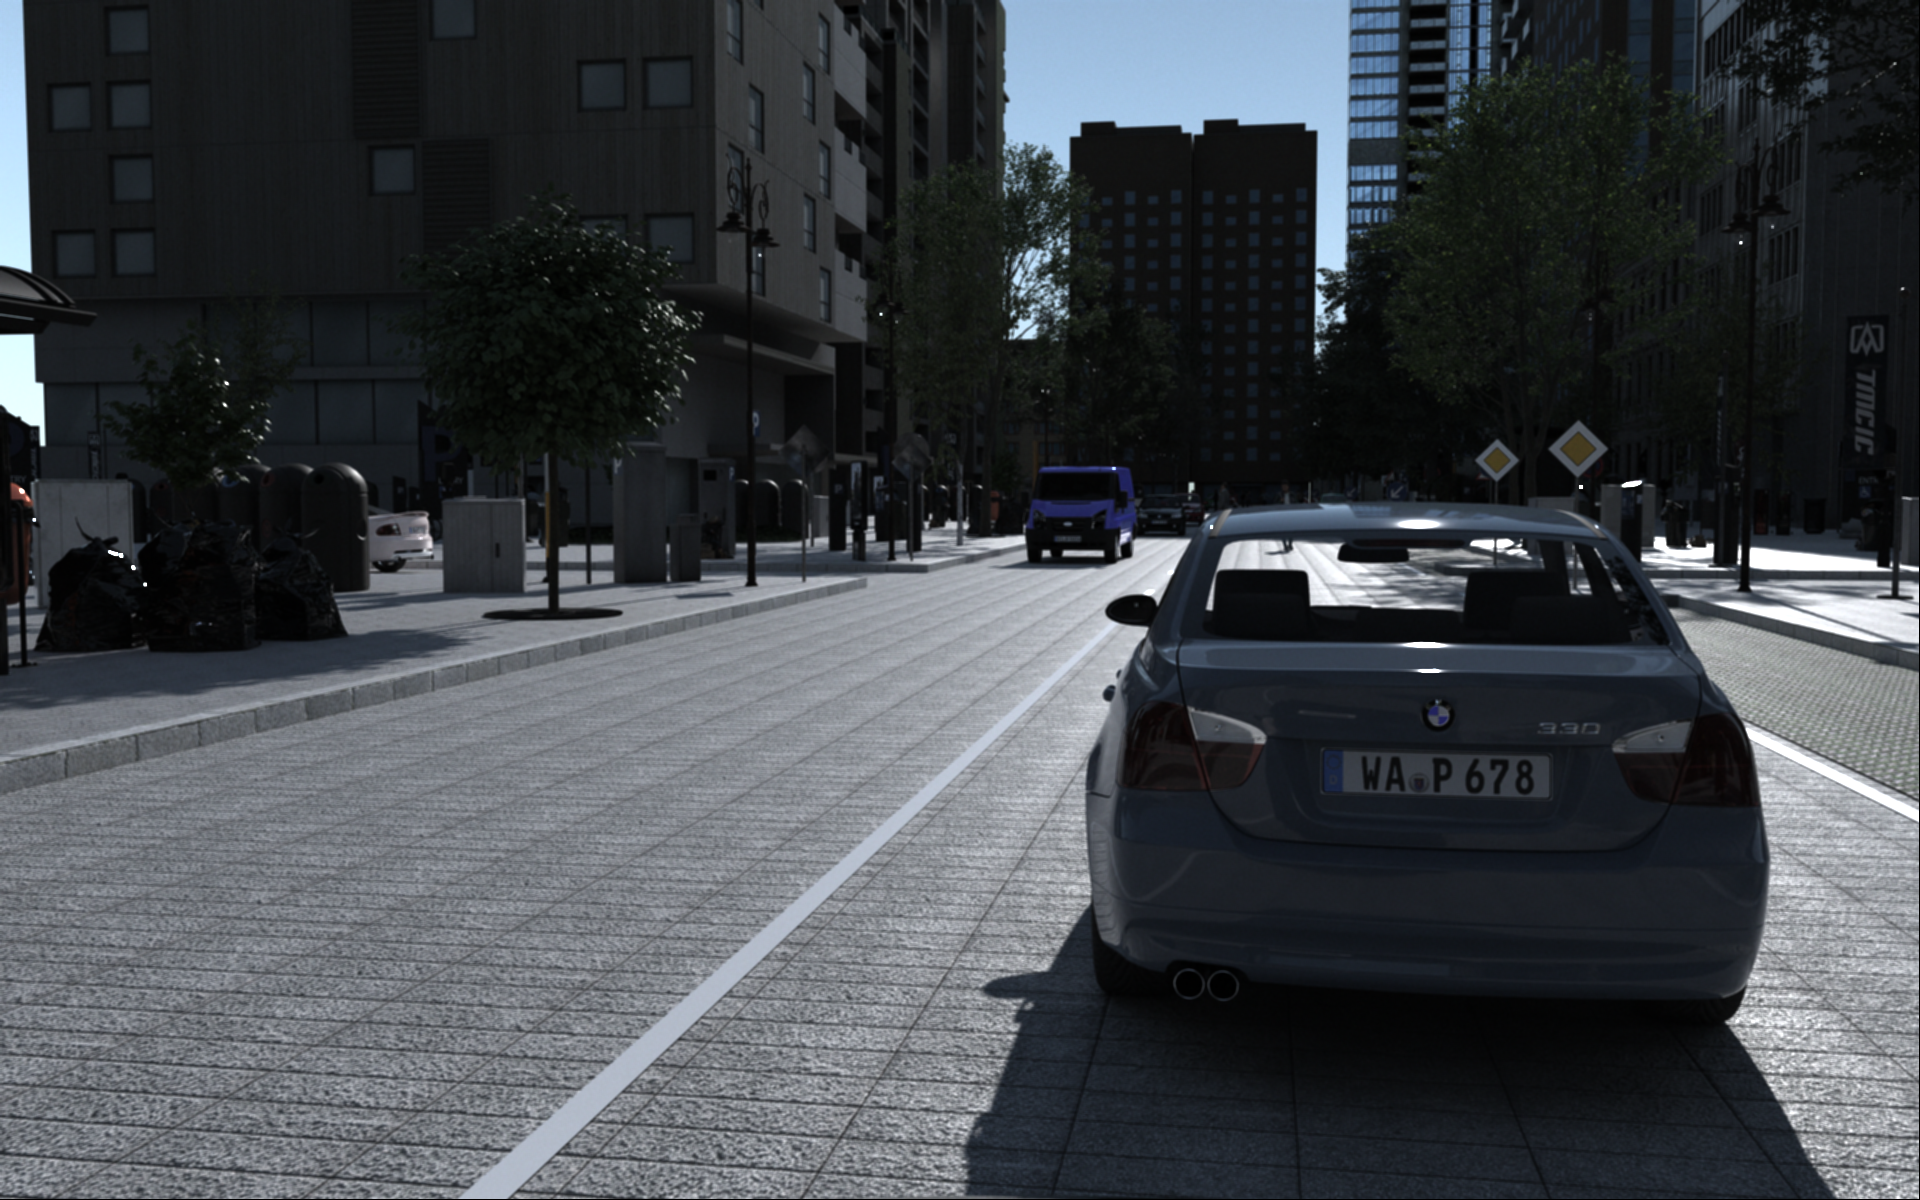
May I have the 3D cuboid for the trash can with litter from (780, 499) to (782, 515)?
[{"bbox_3d":[-6.229,-2.746,56.283,0.624,1.170,1.055,3,5,41],"label":"trash can with litter"}]

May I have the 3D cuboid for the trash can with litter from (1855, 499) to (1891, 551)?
[{"bbox_3d":[20.464,-1.691,39.037,0.624,1.170,1.055,0,4,7],"label":"trash can with litter"}]

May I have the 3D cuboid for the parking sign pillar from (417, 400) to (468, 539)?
[{"bbox_3d":[-14.818,-3.742,49.660,1.447,3.967,1.447,-2,4,-29],"label":"parking sign pillar"}]

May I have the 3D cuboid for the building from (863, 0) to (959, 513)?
[{"bbox_3d":[-10.792,-41.716,120.307,20.563,71.187,20.611,1,4,10],"label":"building"}]

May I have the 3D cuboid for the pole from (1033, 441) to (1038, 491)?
[{"bbox_3d":[2.891,-4.424,66.169,0.158,3.312,0.155,0,3,0],"label":"pole"}]

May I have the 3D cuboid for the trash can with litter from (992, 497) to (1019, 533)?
[{"bbox_3d":[1.500,-2.833,57.711,1.055,1.170,0.624,-2,4,-26],"label":"trash can with litter"}]

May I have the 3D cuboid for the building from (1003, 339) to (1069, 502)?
[{"bbox_3d":[0.865,-23.090,222.566,28.899,21.520,27.650,1,4,10],"label":"building"}]

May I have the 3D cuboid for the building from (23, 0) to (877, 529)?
[{"bbox_3d":[-19.526,-29.682,74.537,28.713,52.752,27.495,1,4,10],"label":"building"}]

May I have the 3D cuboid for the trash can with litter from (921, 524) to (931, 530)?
[{"bbox_3d":[-1.495,-3.125,62.156,1.678,1.210,2.233,0,4,2],"label":"trash can with litter"}]

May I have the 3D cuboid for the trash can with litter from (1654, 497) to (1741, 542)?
[{"bbox_3d":[19.980,-2.196,46.956,2.233,1.210,1.678,3,4,39],"label":"trash can with litter"}]

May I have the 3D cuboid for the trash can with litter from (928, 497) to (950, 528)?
[{"bbox_3d":[-0.816,-3.361,66.341,0.624,1.170,1.055,1,4,17],"label":"trash can with litter"}]

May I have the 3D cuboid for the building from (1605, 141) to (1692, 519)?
[{"bbox_3d":[41.737,-15.604,91.276,11.583,22.565,21.152,1,4,10],"label":"building"}]

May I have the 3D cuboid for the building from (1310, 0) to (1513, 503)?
[{"bbox_3d":[58.268,-54.721,207.362,31.000,86.520,22.319,1,4,10],"label":"building"}]

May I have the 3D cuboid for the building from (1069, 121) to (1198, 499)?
[{"bbox_3d":[21.122,-34.303,210.956,14.200,45.320,14.600,1,4,10],"label":"building"}]

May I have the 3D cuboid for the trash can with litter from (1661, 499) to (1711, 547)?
[{"bbox_3d":[17.560,-1.866,41.890,1.055,1.170,0.624,0,4,5],"label":"trash can with litter"}]

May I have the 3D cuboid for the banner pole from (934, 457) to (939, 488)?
[{"bbox_3d":[-1.283,-6.835,101.766,0.401,3.779,0.863,-3,5,-41],"label":"banner pole"}]

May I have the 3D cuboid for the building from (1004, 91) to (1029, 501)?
[{"bbox_3d":[-9.099,-31.017,161.748,28.867,44.769,22.147,1,4,10],"label":"building"}]

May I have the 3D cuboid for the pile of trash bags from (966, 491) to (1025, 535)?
[{"bbox_3d":[1.112,-2.784,55.275,1.912,1.369,3.447,0,4,2],"label":"pile of trash bags"}]

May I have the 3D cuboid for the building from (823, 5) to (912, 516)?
[{"bbox_3d":[-11.098,-20.307,103.726,14.160,30.474,14.107,1,4,10],"label":"building"}]

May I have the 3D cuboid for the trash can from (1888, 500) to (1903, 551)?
[{"bbox_3d":[21.443,-1.691,39.294,0.748,1.137,0.748,0,3,0],"label":"trash can"}]

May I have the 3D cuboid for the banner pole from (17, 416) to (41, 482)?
[{"bbox_3d":[-30.052,-4.027,55.861,0.863,3.779,0.401,0,4,-5],"label":"banner pole"}]

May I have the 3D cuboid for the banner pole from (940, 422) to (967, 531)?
[{"bbox_3d":[-0.171,-4.278,59.957,0.863,3.779,0.401,-1,4,-18],"label":"banner pole"}]

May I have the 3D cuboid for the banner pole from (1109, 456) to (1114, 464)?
[{"bbox_3d":[9.100,-6.982,104.170,0.401,3.779,0.863,-1,4,-17],"label":"banner pole"}]

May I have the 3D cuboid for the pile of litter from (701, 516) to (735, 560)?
[{"bbox_3d":[-5.135,-1.256,34.501,1.176,0.858,1.719,-2,4,-24],"label":"pile of litter"}]

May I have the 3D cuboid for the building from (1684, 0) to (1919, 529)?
[{"bbox_3d":[38.640,-15.469,70.936,12.078,24.808,19.932,1,4,10],"label":"building"}]

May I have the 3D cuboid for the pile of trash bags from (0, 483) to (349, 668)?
[{"bbox_3d":[-6.778,-0.276,14.263,1.912,1.369,3.447,1,4,17],"label":"pile of trash bags"}]

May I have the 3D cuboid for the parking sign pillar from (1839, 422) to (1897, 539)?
[{"bbox_3d":[26.020,-3.736,49.562,1.447,3.967,1.447,-2,4,-34],"label":"parking sign pillar"}]

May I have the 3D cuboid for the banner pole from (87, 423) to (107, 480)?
[{"bbox_3d":[-30.187,-4.328,60.775,0.863,3.779,0.401,0,4,5],"label":"banner pole"}]

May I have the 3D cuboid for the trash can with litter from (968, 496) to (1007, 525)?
[{"bbox_3d":[1.410,-3.662,70.934,2.233,1.210,1.678,2,4,30],"label":"trash can with litter"}]

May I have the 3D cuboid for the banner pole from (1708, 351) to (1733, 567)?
[{"bbox_3d":[13.439,-2.483,30.609,0.401,3.779,0.863,1,4,12],"label":"banner pole"}]

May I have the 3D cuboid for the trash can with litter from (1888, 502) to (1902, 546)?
[{"bbox_3d":[22.387,-1.799,40.795,1.055,1.170,0.624,-3,5,-43],"label":"trash can with litter"}]

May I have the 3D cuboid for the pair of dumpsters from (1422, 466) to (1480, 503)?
[{"bbox_3d":[17.367,-3.594,61.258,1.574,2.255,4.437,1,4,10],"label":"pair of dumpsters"}]

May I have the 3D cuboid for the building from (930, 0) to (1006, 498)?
[{"bbox_3d":[-4.315,-27.822,138.476,14.154,41.232,14.086,1,4,10],"label":"building"}]

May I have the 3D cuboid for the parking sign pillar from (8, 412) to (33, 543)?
[{"bbox_3d":[-25.132,-3.489,45.514,1.447,3.967,1.447,-2,4,-29],"label":"parking sign pillar"}]

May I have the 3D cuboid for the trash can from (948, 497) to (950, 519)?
[{"bbox_3d":[-0.321,-4.742,89.185,0.748,1.137,0.748,0,3,0],"label":"trash can"}]

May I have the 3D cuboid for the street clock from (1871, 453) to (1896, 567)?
[{"bbox_3d":[16.262,-1.582,30.437,0.471,2.002,0.358,2,4,34],"label":"street clock"}]

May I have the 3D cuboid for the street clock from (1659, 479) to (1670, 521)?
[{"bbox_3d":[33.511,-4.764,82.454,0.471,2.002,0.358,1,4,15],"label":"street clock"}]

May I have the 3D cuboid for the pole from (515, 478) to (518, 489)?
[{"bbox_3d":[-13.862,-3.697,54.285,0.158,3.312,0.155,0,3,0],"label":"pole"}]

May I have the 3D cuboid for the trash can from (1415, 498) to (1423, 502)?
[{"bbox_3d":[17.405,-3.260,64.953,0.748,1.137,0.748,0,3,0],"label":"trash can"}]

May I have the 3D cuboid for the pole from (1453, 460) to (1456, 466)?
[{"bbox_3d":[29.706,-6.751,104.225,0.158,3.312,0.155,0,3,0],"label":"pole"}]

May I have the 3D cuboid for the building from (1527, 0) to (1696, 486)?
[{"bbox_3d":[49.354,-29.037,124.870,14.600,45.320,14.200,1,4,10],"label":"building"}]

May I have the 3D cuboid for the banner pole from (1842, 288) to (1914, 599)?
[{"bbox_3d":[11.278,-1.911,21.262,0.863,3.779,0.401,2,4,28],"label":"banner pole"}]

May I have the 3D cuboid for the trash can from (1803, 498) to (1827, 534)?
[{"bbox_3d":[27.515,-2.698,55.762,0.748,1.137,0.748,0,3,0],"label":"trash can"}]

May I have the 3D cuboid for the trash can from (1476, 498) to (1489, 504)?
[{"bbox_3d":[19.292,-3.210,64.139,0.748,1.137,0.748,0,3,0],"label":"trash can"}]

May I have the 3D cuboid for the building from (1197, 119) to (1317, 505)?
[{"bbox_3d":[35.525,-34.226,209.699,14.200,45.320,14.600,1,4,10],"label":"building"}]

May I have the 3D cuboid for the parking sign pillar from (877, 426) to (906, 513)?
[{"bbox_3d":[-2.625,-4.930,69.072,1.447,3.967,1.447,-2,4,-30],"label":"parking sign pillar"}]

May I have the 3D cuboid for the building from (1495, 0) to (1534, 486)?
[{"bbox_3d":[57.973,-32.192,145.953,23.786,49.044,30.456,1,4,10],"label":"building"}]

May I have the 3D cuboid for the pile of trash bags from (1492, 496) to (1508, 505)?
[{"bbox_3d":[21.762,-3.606,68.711,3.447,1.369,1.912,0,4,-6],"label":"pile of trash bags"}]
